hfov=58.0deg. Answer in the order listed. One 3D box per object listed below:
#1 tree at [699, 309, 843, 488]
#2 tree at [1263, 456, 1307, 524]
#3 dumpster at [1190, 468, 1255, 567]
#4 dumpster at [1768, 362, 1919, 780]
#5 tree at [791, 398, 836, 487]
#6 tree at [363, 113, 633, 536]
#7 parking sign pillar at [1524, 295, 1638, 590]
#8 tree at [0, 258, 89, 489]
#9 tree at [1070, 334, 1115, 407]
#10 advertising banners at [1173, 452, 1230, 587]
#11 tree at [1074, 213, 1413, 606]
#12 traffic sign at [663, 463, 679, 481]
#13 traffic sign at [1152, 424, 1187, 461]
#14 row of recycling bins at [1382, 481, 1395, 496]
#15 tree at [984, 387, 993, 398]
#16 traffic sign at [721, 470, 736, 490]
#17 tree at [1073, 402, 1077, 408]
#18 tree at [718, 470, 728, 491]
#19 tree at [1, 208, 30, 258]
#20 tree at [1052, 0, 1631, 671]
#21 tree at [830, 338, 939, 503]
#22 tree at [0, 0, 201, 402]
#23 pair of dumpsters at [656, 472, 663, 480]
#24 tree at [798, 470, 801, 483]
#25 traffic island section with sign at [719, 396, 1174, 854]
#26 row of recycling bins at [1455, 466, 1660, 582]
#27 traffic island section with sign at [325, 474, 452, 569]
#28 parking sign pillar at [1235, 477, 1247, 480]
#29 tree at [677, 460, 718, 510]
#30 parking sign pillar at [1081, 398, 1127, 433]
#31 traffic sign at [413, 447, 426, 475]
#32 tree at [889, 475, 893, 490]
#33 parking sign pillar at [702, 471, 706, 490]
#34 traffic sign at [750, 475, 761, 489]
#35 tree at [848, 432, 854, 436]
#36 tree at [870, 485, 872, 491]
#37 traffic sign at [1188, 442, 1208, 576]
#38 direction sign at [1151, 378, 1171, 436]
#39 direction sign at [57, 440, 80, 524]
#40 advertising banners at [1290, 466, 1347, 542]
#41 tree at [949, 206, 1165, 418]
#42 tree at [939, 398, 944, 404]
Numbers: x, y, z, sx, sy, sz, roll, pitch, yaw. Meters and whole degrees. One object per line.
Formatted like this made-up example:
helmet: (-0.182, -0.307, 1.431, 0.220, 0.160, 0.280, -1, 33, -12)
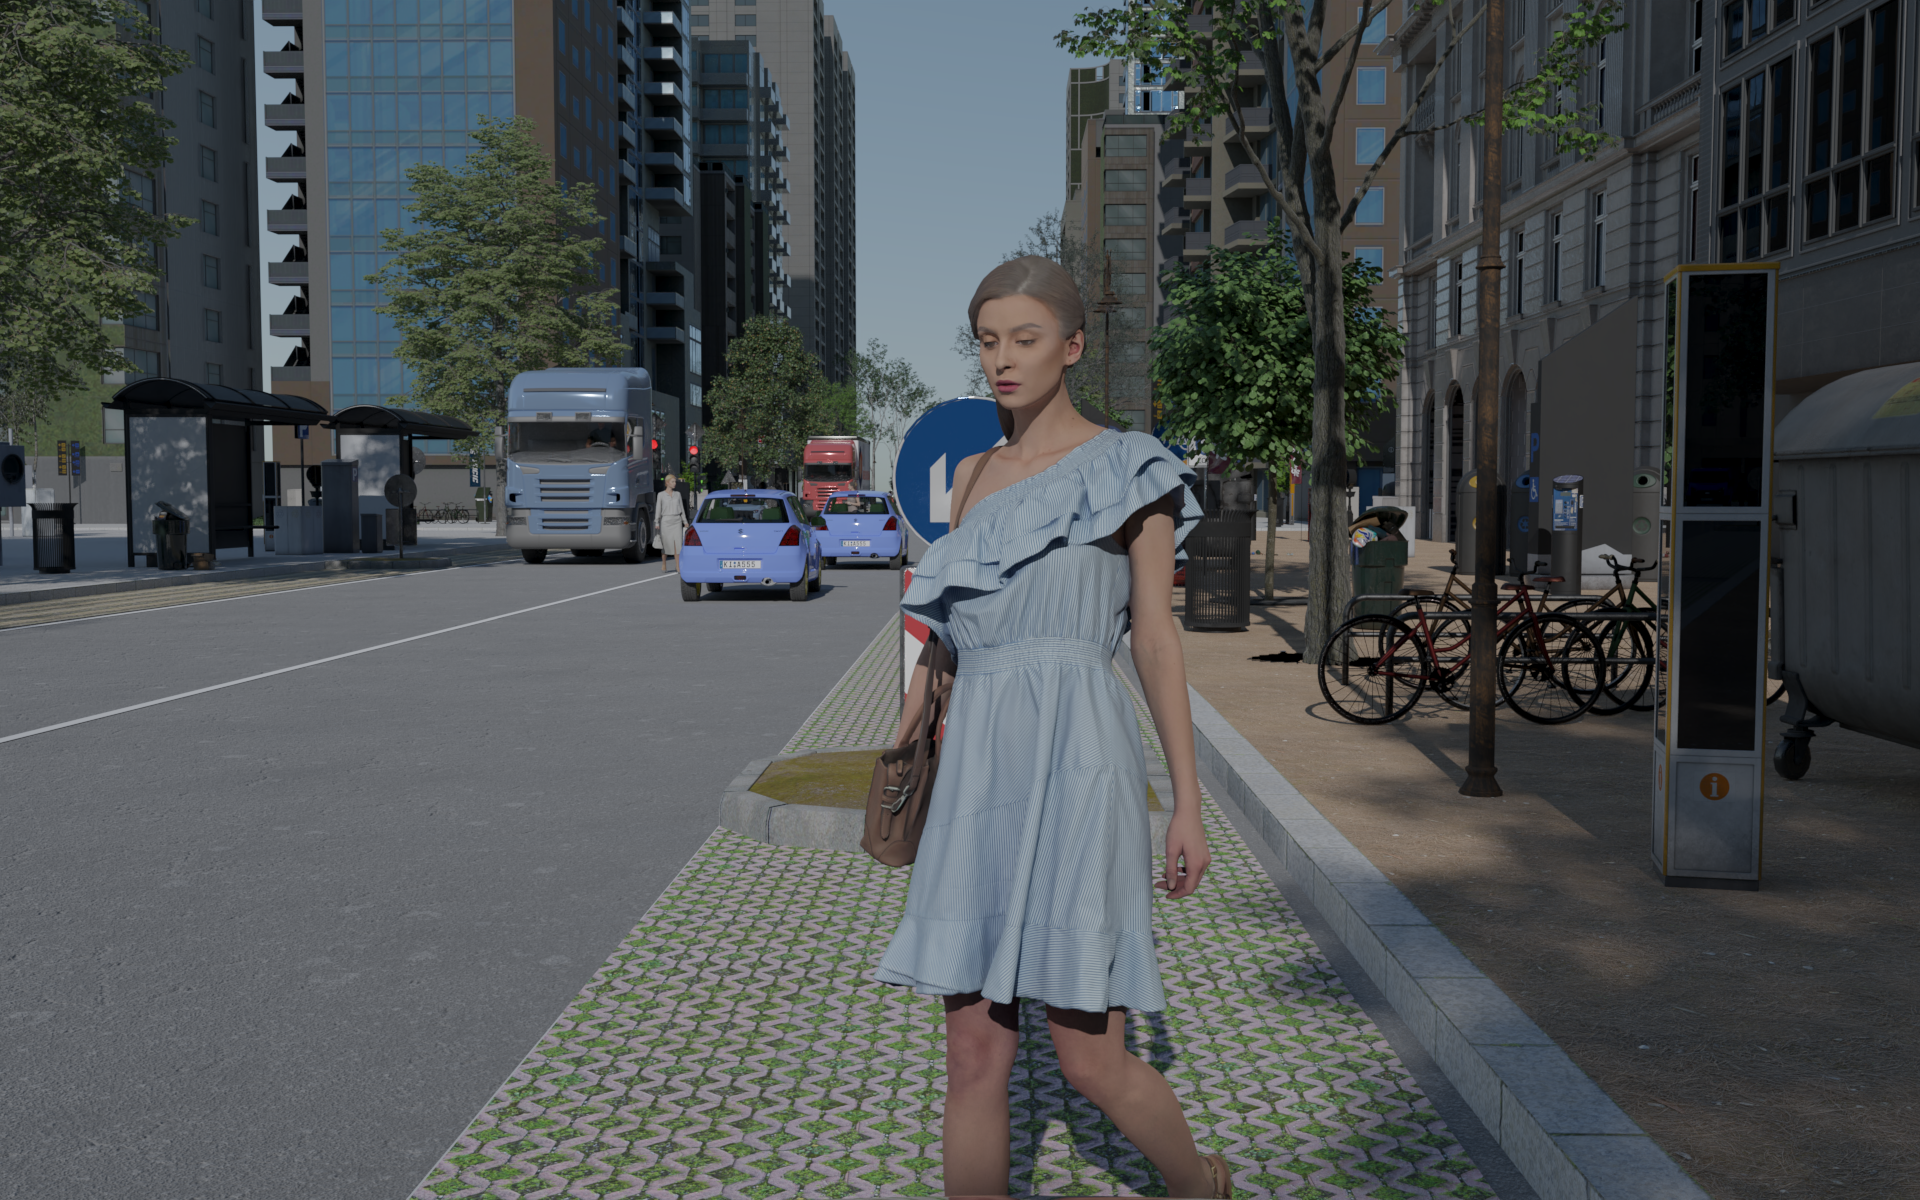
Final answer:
tree: (-11.763, -11.637, 107.267, 9.611, 12.733, 9.660, 0, 3, 0)
tree: (13.626, -4.841, 73.748, 1.663, 3.219, 1.824, 0, 3, 0)
dumpster: (4.306, -1.452, 29.499, 1.264, 1.857, 1.865, 0, 4, 1)
dumpster: (4.227, -0.076, 7.009, 1.264, 1.857, 1.865, 0, 4, 1)
tree: (-11.128, -10.878, 128.212, 4.737, 8.622, 4.395, 0, 3, 0)
tree: (-13.746, -8.179, 51.862, 7.486, 12.596, 7.792, 0, 3, 0)
parking sign pillar: (8.525, -2.157, 23.747, 1.447, 3.967, 1.447, 0, 4, -1)
tree: (-30.641, -6.501, 56.660, 4.360, 8.622, 3.978, 0, 3, 0)
tree: (5.514, -11.238, 101.870, 7.486, 12.596, 7.792, 0, 3, 0)
advertising banners: (2.993, -1.705, 24.063, 2.074, 3.025, 0.090, 3, 5, 41)
tree: (3.643, -2.241, 20.354, 4.285, 4.588, 4.351, 0, 3, 0)
traffic sign: (-12.010, -4.371, 71.464, 0.884, 2.594, 0.081, 0, 4, 3)
traffic sign: (3.465, -1.703, 27.949, 0.768, 2.556, 0.104, 0, 4, 7)
row of recycling bins: (14.472, -3.051, 56.995, 1.069, 1.692, 3.534, 1, 4, 18)
tree: (6.243, -15.291, 156.661, 9.857, 13.997, 8.962, 0, 3, 0)
traffic sign: (-12.245, -5.612, 91.753, 0.884, 2.594, 0.081, 0, 4, 7)
tree: (4.107, -8.214, 84.665, 4.360, 8.622, 3.978, 0, 3, 0)
tree: (-19.234, -8.854, 139.365, 1.663, 3.219, 1.824, 0, 3, 0)
tree: (-22.871, -5.481, 39.981, 4.360, 8.622, 3.978, 0, 3, 0)
tree: (2.653, -5.329, 12.886, 9.928, 11.665, 9.643, 0, 3, 0)
tree: (-9.517, -21.520, 207.739, 12.611, 20.169, 13.585, 0, 3, 0)
tree: (-13.689, -6.383, 22.493, 7.486, 12.596, 7.792, 0, 3, 0)
pair of dumpsters: (-13.263, -4.432, 74.959, 1.574, 2.255, 4.437, 0, 4, 1)
tree: (-11.362, -9.478, 138.673, 4.285, 4.588, 4.351, 0, 3, 0)
traffic island section with sign: (-0.031, 0.050, 7.807, 1.989, 1.847, 2.006, 0, 4, 1)
row of recycling bins: (9.217, -1.191, 26.585, 1.069, 1.692, 3.534, -3, 5, -42)
traffic island section with sign: (-11.060, -1.539, 33.795, 1.989, 1.847, 2.006, 0, 4, 1)
parking sign pillar: (13.525, -5.955, 85.835, 1.447, 3.967, 1.447, -1, 4, -13)
tree: (-12.976, -5.480, 84.203, 1.663, 3.219, 1.824, 0, 3, 0)
parking sign pillar: (4.063, -3.677, 48.590, 1.447, 3.967, 1.447, -1, 4, -9)
traffic sign: (-14.657, -2.826, 46.312, 0.768, 2.556, 0.104, 0, 4, 4)
tree: (-9.062, -16.849, 259.188, 4.285, 4.588, 4.351, 0, 3, 0)
parking sign pillar: (-21.399, -9.355, 141.430, 1.447, 3.967, 1.447, -3, 5, -40)
traffic sign: (-13.498, -6.991, 114.416, 0.768, 2.556, 0.104, 1, 4, 11)
tree: (-11.263, -13.847, 176.758, 4.360, 8.622, 3.978, 0, 3, 0)
tree: (-10.139, -11.647, 185.032, 1.663, 3.219, 1.824, 0, 3, 0)
traffic sign: (3.856, -1.531, 27.156, 0.606, 2.300, 0.079, 0, 4, 3)
direction sign: (3.669, -2.384, 30.972, 0.379, 3.537, 0.876, 3, 5, 40)
direction sign: (-37.644, -4.968, 73.223, 0.379, 3.537, 0.876, 3, 5, 43)
advertising banners: (9.452, -3.042, 45.926, 0.090, 3.025, 2.074, -3, 4, -36)
tree: (4.486, -10.071, 75.034, 12.009, 13.543, 11.850, 0, 3, 0)
tree: (-7.740, -23.335, 237.411, 12.611, 20.169, 13.585, 0, 3, 0)
